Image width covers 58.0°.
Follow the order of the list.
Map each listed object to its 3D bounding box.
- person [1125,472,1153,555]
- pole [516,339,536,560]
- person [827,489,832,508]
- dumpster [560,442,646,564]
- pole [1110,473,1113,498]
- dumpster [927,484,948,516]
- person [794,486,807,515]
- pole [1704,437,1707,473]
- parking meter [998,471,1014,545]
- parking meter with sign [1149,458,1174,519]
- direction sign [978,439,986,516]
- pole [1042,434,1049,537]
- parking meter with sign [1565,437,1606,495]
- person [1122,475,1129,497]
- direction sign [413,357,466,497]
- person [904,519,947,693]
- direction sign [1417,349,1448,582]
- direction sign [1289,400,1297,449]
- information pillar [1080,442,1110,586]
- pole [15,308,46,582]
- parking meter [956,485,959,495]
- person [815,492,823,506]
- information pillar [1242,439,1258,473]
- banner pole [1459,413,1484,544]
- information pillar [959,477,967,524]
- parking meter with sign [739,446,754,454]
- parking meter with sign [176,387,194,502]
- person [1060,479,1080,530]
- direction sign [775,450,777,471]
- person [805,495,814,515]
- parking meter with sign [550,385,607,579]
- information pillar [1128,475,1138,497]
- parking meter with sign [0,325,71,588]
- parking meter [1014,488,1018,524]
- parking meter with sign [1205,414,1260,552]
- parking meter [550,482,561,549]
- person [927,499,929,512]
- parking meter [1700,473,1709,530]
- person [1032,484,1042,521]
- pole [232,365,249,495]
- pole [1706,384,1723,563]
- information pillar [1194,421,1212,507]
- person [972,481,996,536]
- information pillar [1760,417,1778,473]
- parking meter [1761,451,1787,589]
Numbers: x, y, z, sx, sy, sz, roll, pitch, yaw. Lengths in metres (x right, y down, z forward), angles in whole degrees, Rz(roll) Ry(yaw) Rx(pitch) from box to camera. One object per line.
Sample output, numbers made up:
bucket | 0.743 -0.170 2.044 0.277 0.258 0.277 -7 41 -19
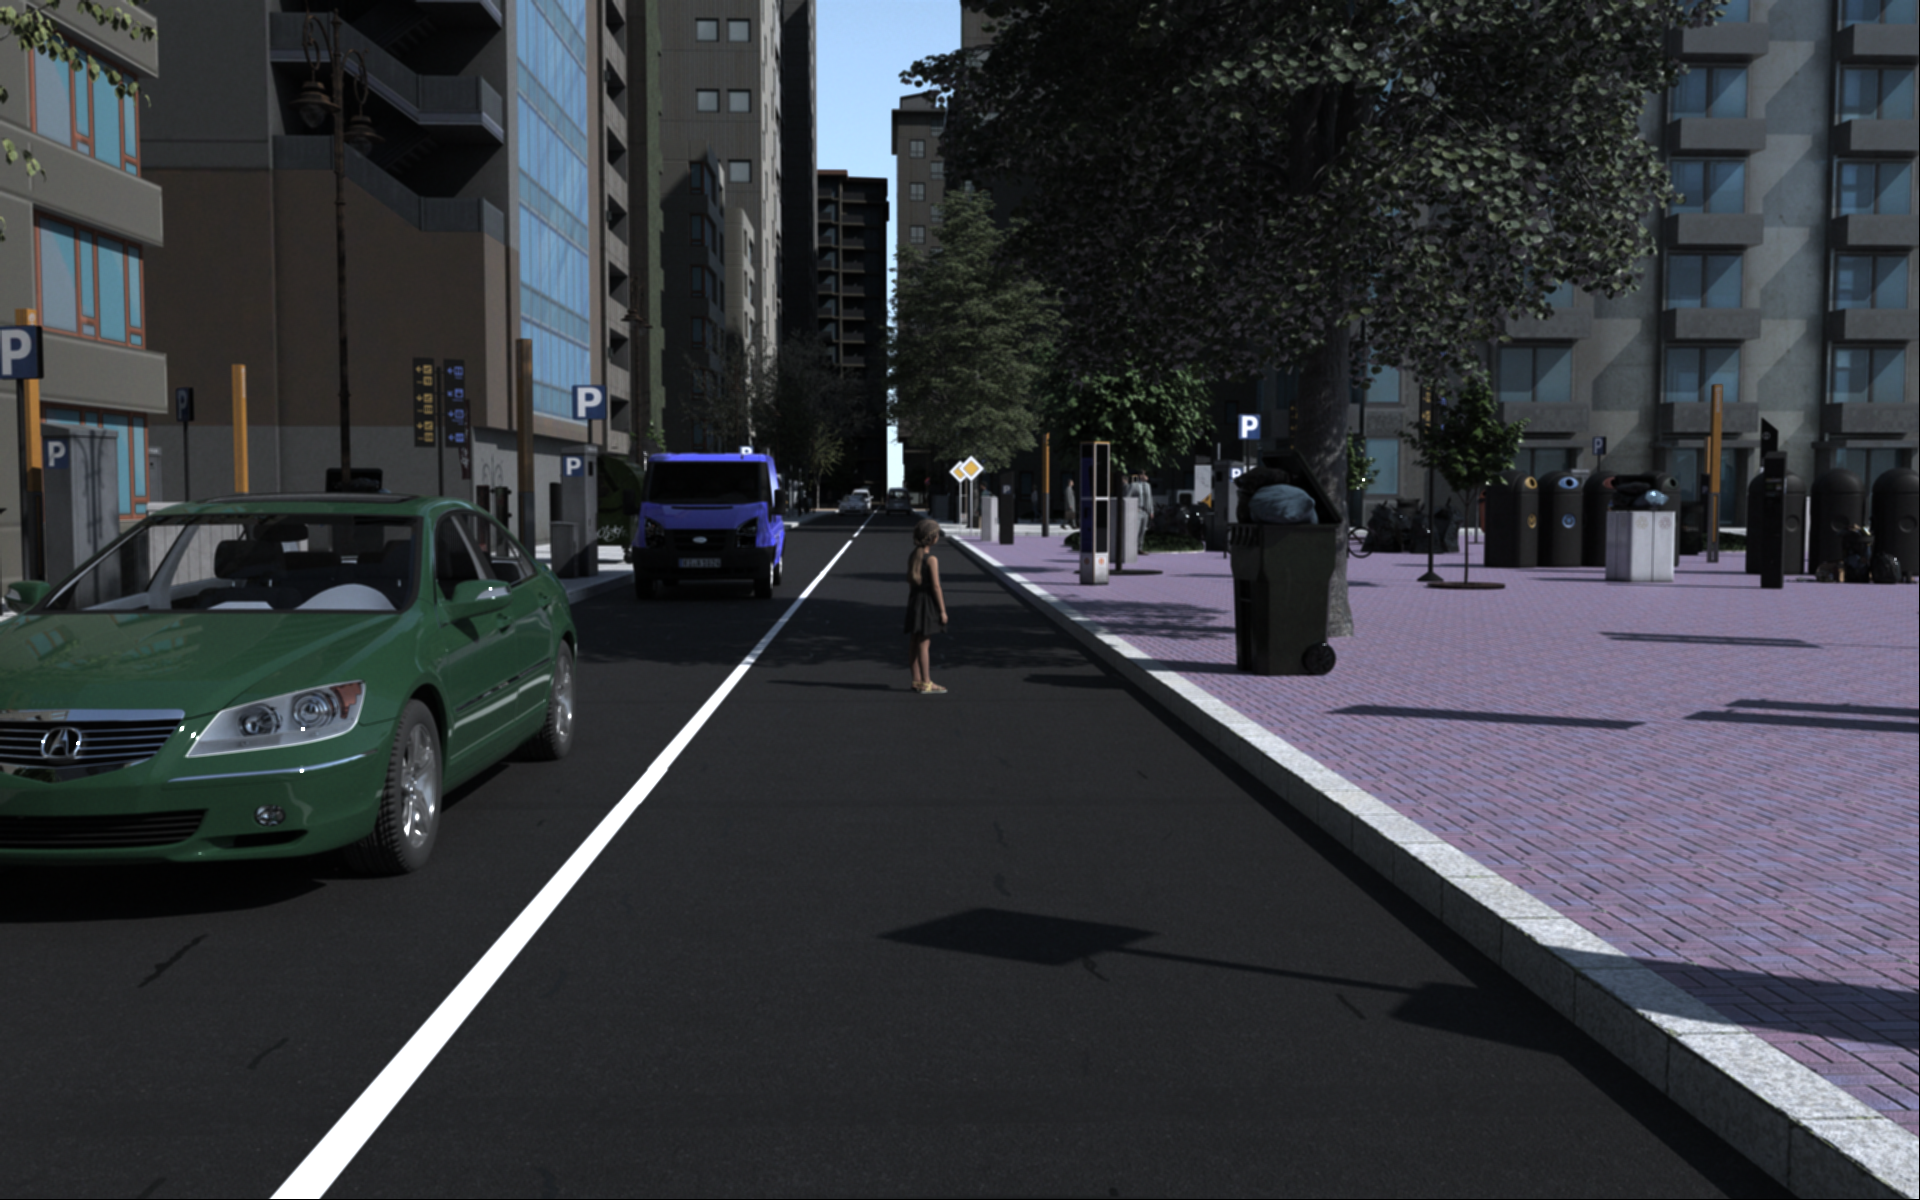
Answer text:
person | 3.791 -1.855 36.480 0.635 1.810 0.391 -3 5 -42
pole | -5.737 -1.776 22.877 0.158 3.312 0.155 0 3 0
person | -12.093 -9.395 160.177 0.617 1.759 0.750 -2 4 -25
dumpster | -6.599 -1.833 32.462 1.502 2.255 1.985 0 4 -2
pole | 7.982 -5.953 91.180 0.158 3.312 0.155 0 3 0
dumpster | -1.310 -5.935 102.800 1.264 1.857 1.865 0 4 -2
person | -9.922 -6.168 107.380 0.782 1.767 0.515 3 5 43
pole | 26.483 -4.134 61.435 0.158 3.312 0.155 0 3 0
parking meter | 1.164 -2.347 44.076 0.399 1.863 0.255 0 4 -2
parking meter with sign | 9.375 -5.303 82.967 1.738 3.016 0.543 0 4 7
direction sign | 0.789 -4.841 71.147 0.379 3.537 0.876 3 4 39
pole | 2.557 -3.542 51.760 0.158 3.312 0.155 0 3 0
parking meter with sign | 18.666 -3.445 52.580 1.738 3.016 0.543 -1 4 -15
person | 4.536 -2.561 48.011 0.767 1.812 0.694 0 4 -3
direction sign | -8.701 -2.265 29.026 0.876 3.537 0.379 -3 5 -39
person | -0.242 0.036 12.585 0.373 1.253 0.362 -2 4 -30
direction sign | 6.931 -2.044 25.411 0.379 3.537 0.876 3 5 39
direction sign | 8.357 -3.042 41.739 0.876 3.537 0.379 1 4 15
information pillar | 1.898 -1.219 24.426 0.304 2.012 0.304 -3 4 -39
pole | -10.289 -1.549 19.174 0.158 3.312 0.155 0 3 0
parking meter | -0.107 -5.864 101.587 0.399 1.863 0.255 0 4 6
person | -14.841 -10.689 180.896 1.350 1.814 0.705 3 5 42
information pillar | 8.483 -3.638 50.844 0.504 3.616 0.183 -1 4 -14
banner pole | 13.199 -3.357 44.908 0.863 3.779 0.401 3 5 41
information pillar | 0.142 -4.226 73.587 0.304 2.012 0.304 1 4 8
parking meter with sign | -8.036 -4.119 63.607 0.543 3.016 1.738 -1 4 -20
parking meter with sign | -13.317 -1.937 27.938 1.738 3.016 0.543 -3 5 -44
person | 4.004 -3.456 62.648 0.767 1.812 0.694 0 4 3
direction sign | -9.586 -6.017 90.373 0.379 3.537 0.876 0 4 -7
person | -9.405 -5.937 108.132 0.505 1.210 0.382 -1 4 -10
parking meter with sign | -5.963 -1.879 26.990 0.543 3.016 1.738 0 4 2
information pillar | 6.763 -3.885 68.009 0.304 2.012 0.304 -3 5 -45
parking meter with sign | -9.528 -1.381 18.834 0.543 3.016 1.738 1 4 17
parking meter | 2.316 -4.073 75.005 0.372 1.533 0.369 0 3 0
parking meter with sign | 6.028 -2.597 38.729 0.543 3.016 1.738 -1 4 -20
parking meter | -8.822 -1.814 38.076 0.372 1.533 0.369 0 3 0
person | -1.997 -7.226 124.469 0.850 1.792 0.678 0 4 5
parking meter | 20.576 -2.563 47.621 0.255 1.863 0.399 -2 4 -25
person | 3.660 -4.615 82.176 0.598 1.740 0.731 -1 4 -11
pole | -11.368 -2.052 27.388 0.158 3.312 0.155 0 3 0
pole | 14.096 -2.355 32.343 0.158 3.312 0.155 0 3 0
information pillar | 6.910 -3.548 49.368 0.504 3.616 0.183 0 4 7
person | 0.737 -2.781 53.958 0.794 1.824 0.713 -3 5 -45
information pillar | 24.686 -3.766 52.934 0.504 3.616 0.183 1 4 10
parking meter | 11.070 -1.091 23.556 0.255 1.863 0.399 2 4 31
